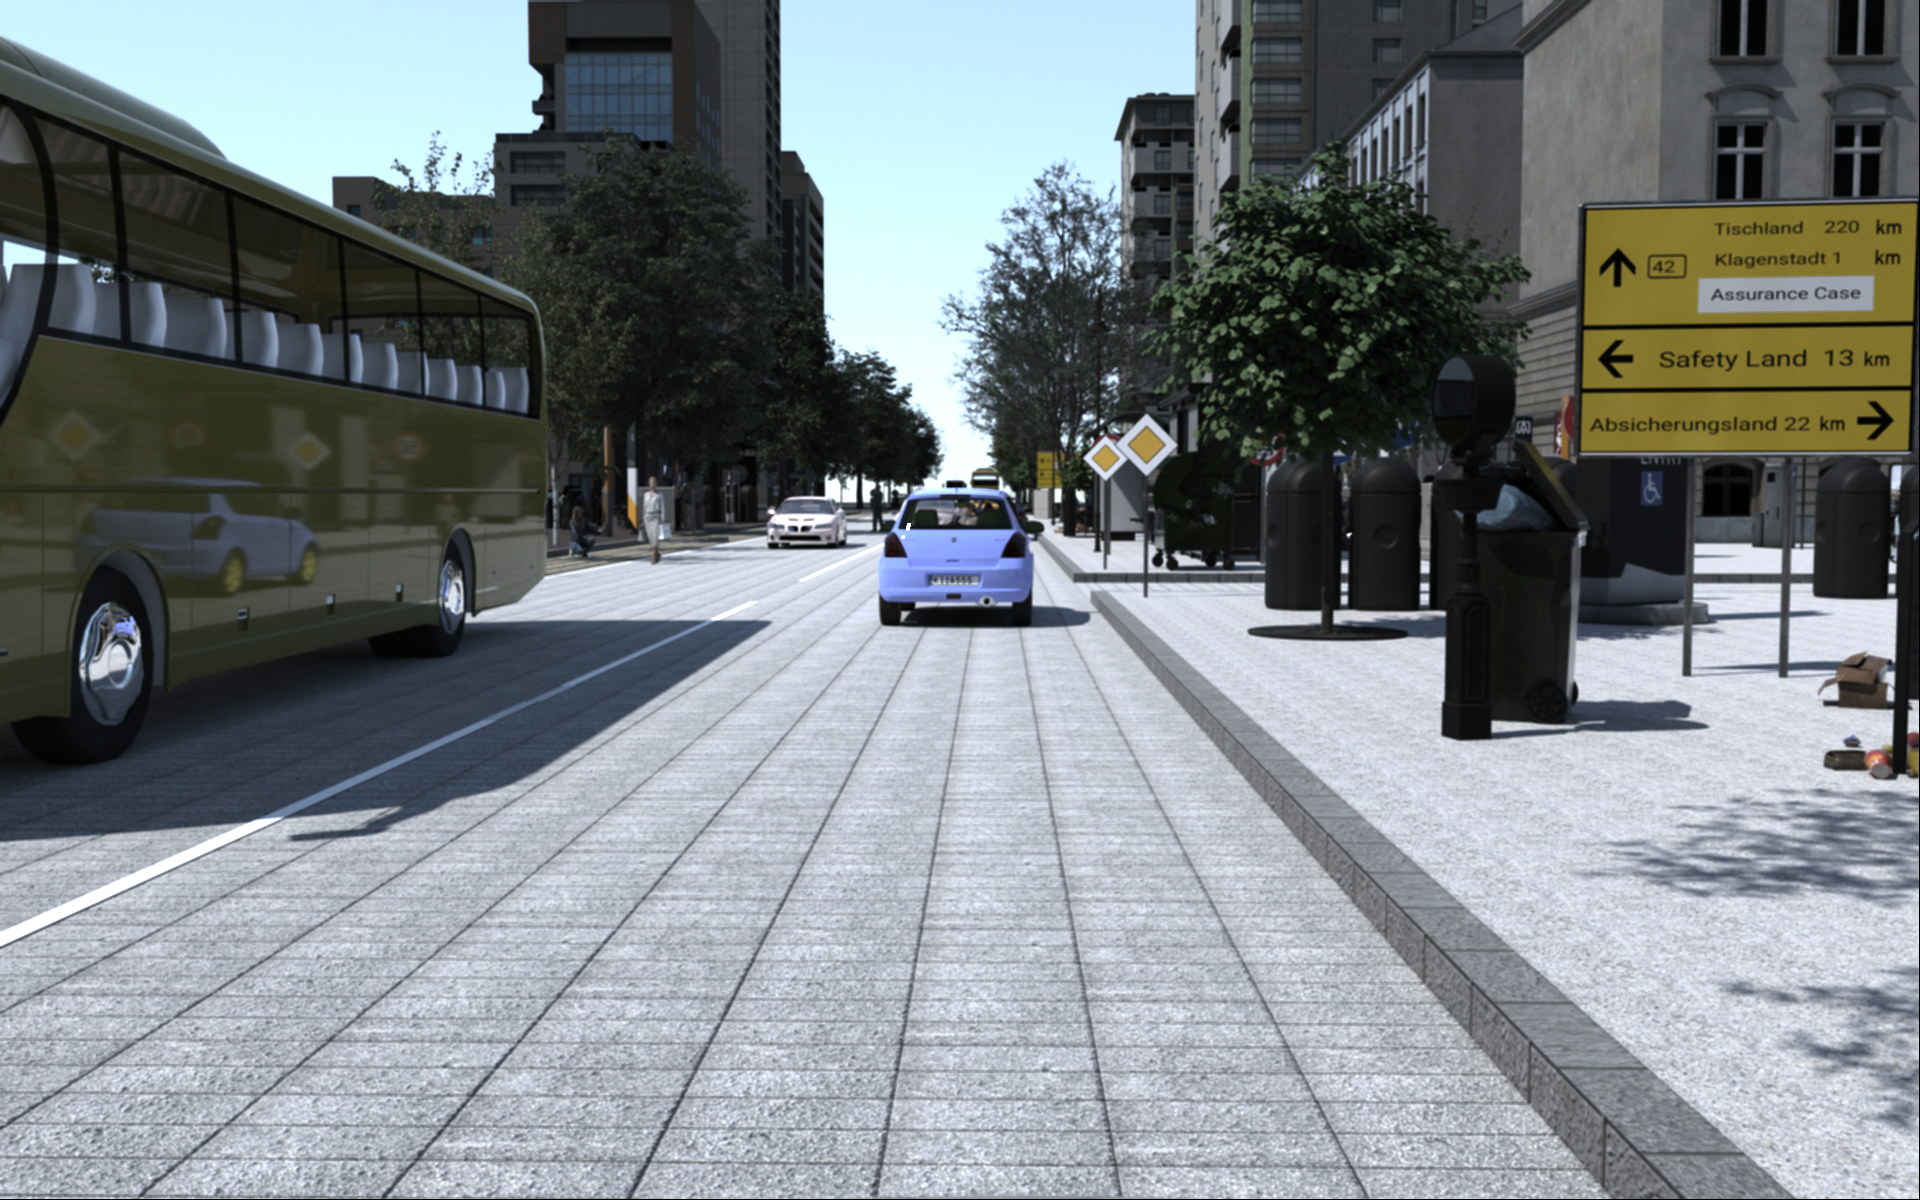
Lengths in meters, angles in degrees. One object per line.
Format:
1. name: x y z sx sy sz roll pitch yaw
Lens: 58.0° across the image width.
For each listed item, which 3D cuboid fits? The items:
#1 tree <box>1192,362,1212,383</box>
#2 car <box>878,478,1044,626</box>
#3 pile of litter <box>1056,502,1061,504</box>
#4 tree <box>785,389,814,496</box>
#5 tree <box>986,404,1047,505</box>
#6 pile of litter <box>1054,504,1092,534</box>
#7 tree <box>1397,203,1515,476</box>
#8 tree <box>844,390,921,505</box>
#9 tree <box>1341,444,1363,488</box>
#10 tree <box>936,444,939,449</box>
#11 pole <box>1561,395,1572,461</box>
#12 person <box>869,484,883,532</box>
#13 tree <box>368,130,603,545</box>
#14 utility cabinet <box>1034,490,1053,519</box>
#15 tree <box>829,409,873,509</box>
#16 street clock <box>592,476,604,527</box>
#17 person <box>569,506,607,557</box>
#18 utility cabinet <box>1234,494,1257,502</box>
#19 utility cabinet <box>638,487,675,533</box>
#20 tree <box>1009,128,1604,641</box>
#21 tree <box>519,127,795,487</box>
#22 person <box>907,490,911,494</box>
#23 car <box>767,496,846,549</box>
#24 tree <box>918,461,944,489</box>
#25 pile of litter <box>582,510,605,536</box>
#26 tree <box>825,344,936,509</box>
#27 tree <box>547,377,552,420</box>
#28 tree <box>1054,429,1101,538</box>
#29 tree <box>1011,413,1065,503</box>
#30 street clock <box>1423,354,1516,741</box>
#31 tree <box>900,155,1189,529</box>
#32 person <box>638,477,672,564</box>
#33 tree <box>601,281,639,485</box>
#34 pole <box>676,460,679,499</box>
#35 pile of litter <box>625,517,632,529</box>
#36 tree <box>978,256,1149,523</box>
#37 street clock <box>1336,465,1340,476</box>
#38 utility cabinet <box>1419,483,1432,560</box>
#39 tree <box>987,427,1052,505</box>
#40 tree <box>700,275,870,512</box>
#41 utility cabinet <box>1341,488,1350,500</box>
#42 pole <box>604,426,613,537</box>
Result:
1. tree: 12.097 -7.627 75.064 4.737 8.622 4.395 0 3 0
2. car: 0.013 -0.649 20.199 1.945 1.707 3.694 0 4 2
3. pile of litter: 5.346 -4.845 93.173 1.719 0.858 1.176 1 4 19
4. tree: -9.902 -9.978 113.499 4.737 8.622 4.395 0 3 0
5. tree: 6.347 -16.729 191.645 7.486 12.596 7.792 0 3 0
6. pile of litter: 3.808 -2.626 56.900 1.176 0.858 1.719 -2 4 -27
7. tree: 12.297 -5.761 44.562 4.360 8.622 3.978 0 3 0
8. tree: -8.441 -17.033 196.613 7.486 12.596 7.792 0 3 0
9. tree: 14.174 -6.849 62.344 4.737 8.622 4.395 0 3 0
10. tree: -7.196 -20.707 245.211 9.857 13.997 8.962 0 3 0
11. pole: 12.487 -2.562 35.739 0.158 3.312 0.155 0 3 0
12. person: -3.196 -3.495 65.816 0.590 1.801 0.661 1 4 18
13. tree: -10.598 -5.252 36.227 4.737 8.622 4.395 0 3 0
14. utility cabinet: 4.319 -4.969 89.928 0.318 1.500 1.173 -3 4 -37
15. tree: -8.925 -11.202 133.509 4.360 8.622 3.978 0 3 0
16. street clock: -14.286 -3.911 68.509 0.471 2.002 0.358 -3 4 -39
17. person: -8.468 -1.540 39.172 0.738 1.151 1.012 3 5 44
18. utility cabinet: 7.814 -2.423 48.294 1.173 1.500 0.318 2 4 28
19. utility cabinet: -9.825 -2.891 55.946 1.173 1.500 0.318 0 4 -4
20. tree: 3.315 -1.961 15.784 4.285 4.588 4.351 0 3 0
21. tree: -10.837 -9.472 61.525 9.857 13.997 8.962 0 3 0
22. person: -5.126 -10.209 175.423 1.348 1.823 0.705 0 4 0
23. car: -4.121 -2.125 47.098 2.083 1.381 4.827 0 4 1
24. tree: -6.237 -20.210 264.846 8.767 10.594 7.601 -2 4 -34
25. pile of litter: -11.560 -2.464 54.253 1.176 0.858 1.719 0 4 -2
26. tree: -8.472 -14.756 147.913 9.857 13.997 8.962 0 3 0
27. tree: -19.232 -7.565 74.044 4.360 8.622 3.978 0 3 0
28. tree: 3.714 -3.472 51.364 1.663 3.219 1.824 0 3 0
29. tree: 6.527 -11.781 142.981 4.737 8.622 4.395 0 3 0
30. street clock: 2.665 -0.274 9.056 0.358 2.002 0.471 -1 4 -13
31. tree: 4.062 -9.389 63.882 12.009 13.543 11.850 0 3 0
32. person: -6.254 -1.638 35.630 0.694 1.780 0.624 2 4 31
33. tree: -10.129 -5.686 43.334 4.737 8.622 4.395 0 3 0
34. pole: -16.774 -6.675 102.972 0.158 3.312 0.155 0 3 0
35. pile of litter: -11.684 -3.058 63.967 1.176 0.858 1.719 3 4 36
36. tree: 4.567 -9.244 76.895 9.928 11.665 9.643 0 3 0
37. street clock: 7.400 -1.856 34.908 0.471 2.002 0.358 1 4 21
38. utility cabinet: 9.087 -1.501 33.227 0.318 1.500 1.173 0 4 -5
39. tree: 7.797 -17.750 207.222 9.611 12.733 9.660 0 3 0
40. tree: -9.252 -10.629 90.791 9.611 12.733 9.660 0 3 0
41. utility cabinet: 13.051 -3.073 58.914 1.173 1.500 0.318 -1 4 -9
42. pole: -10.495 -3.538 51.682 0.158 3.312 0.155 0 3 0
